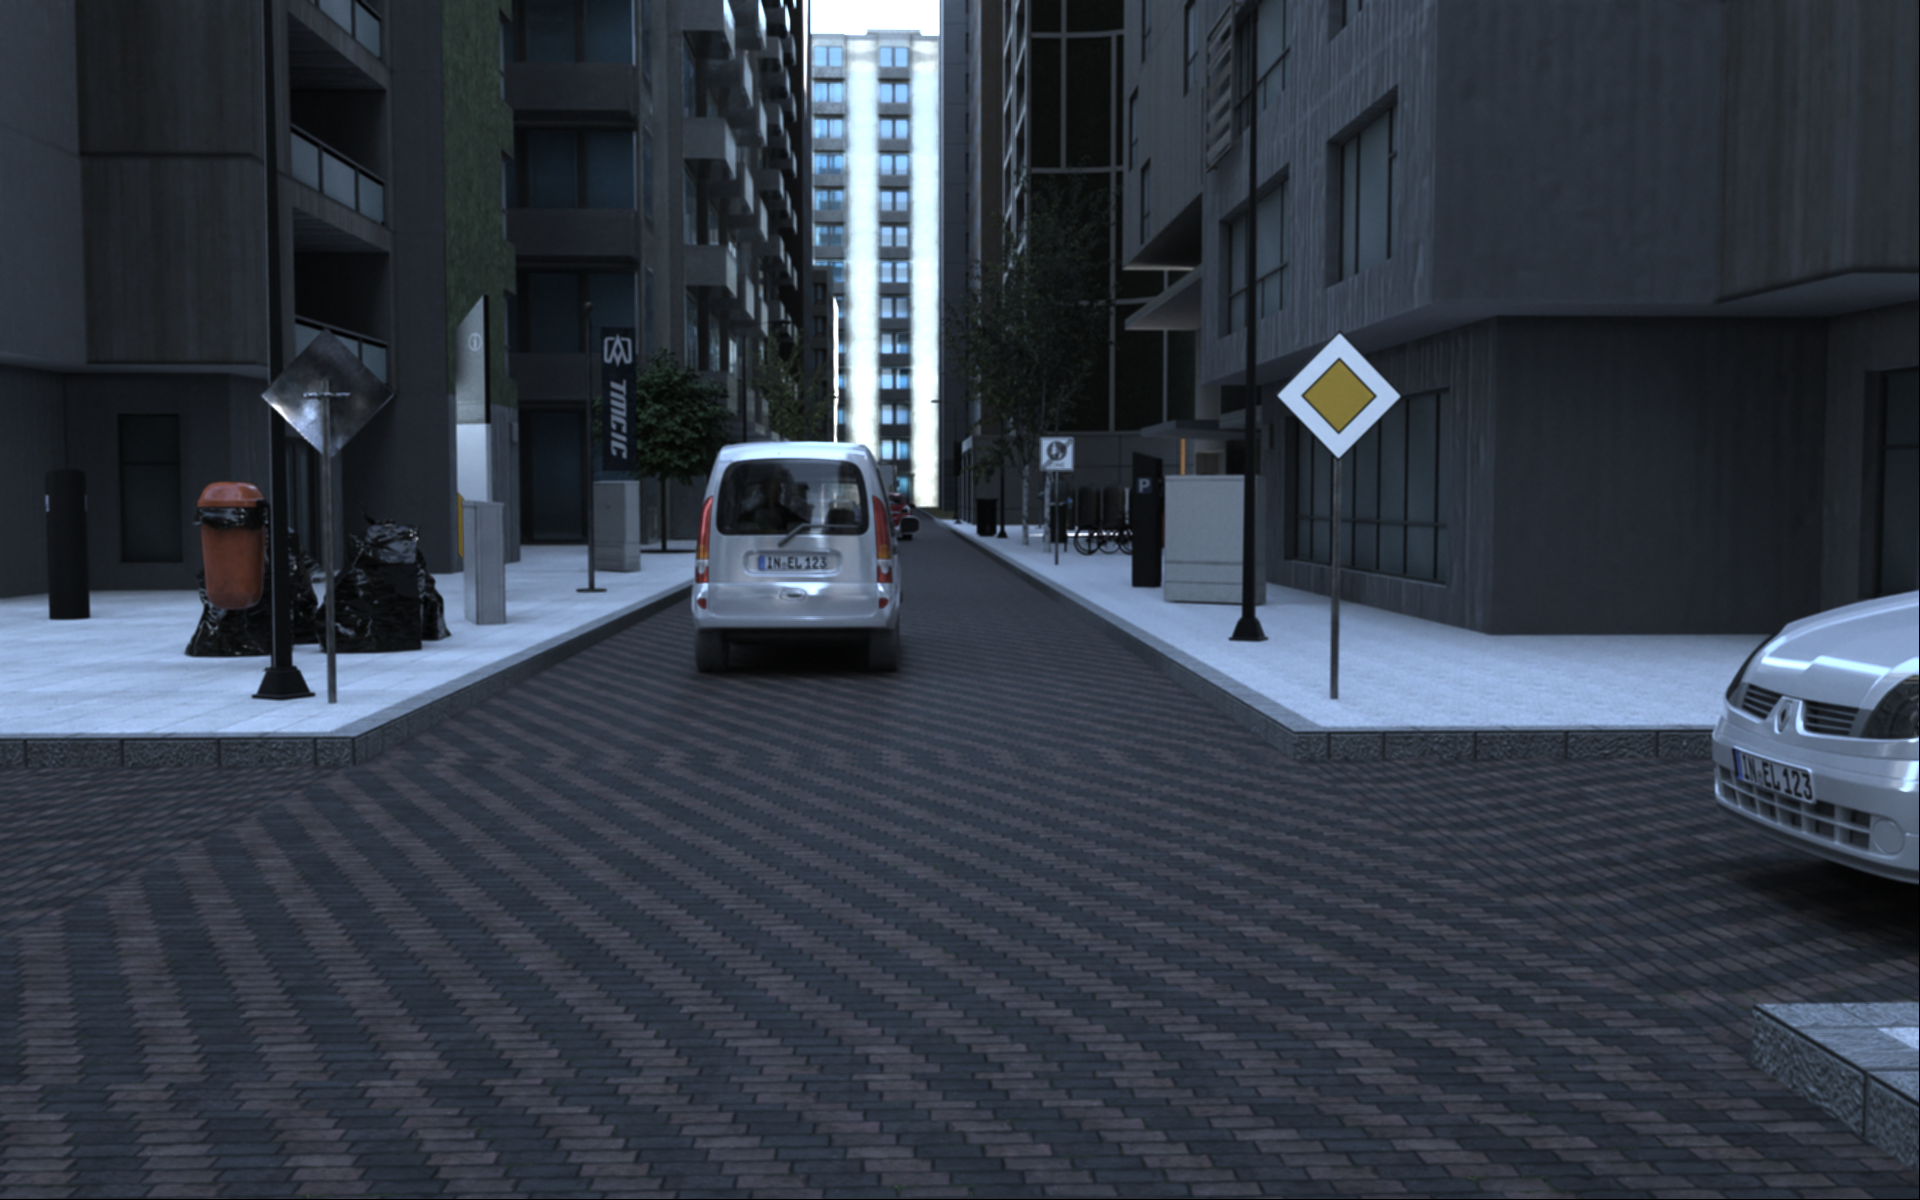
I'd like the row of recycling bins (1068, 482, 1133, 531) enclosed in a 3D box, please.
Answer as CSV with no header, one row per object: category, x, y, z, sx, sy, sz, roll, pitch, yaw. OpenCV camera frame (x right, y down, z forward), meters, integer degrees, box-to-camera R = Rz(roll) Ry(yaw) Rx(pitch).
row of recycling bins,5.051,-3.318,61.357,3.534,1.692,1.069,0,4,7

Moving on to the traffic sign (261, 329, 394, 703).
traffic sign,-3.849,-0.424,10.567,0.795,2.450,0.064,0,4,-2

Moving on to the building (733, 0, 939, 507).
building,-6.943,-34.346,181.171,30.456,49.044,23.786,0,4,-2

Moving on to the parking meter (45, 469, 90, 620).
parking meter,-9.180,-0.575,17.813,0.372,1.533,0.369,0,3,0

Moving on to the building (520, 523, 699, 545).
building,-17.881,-26.598,54.490,23.786,49.044,30.456,0,4,-2

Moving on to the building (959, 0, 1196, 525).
building,10.518,-38.922,74.622,20.563,71.187,20.611,0,4,-2

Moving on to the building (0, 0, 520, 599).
building,-15.115,-20.856,24.599,14.154,41.232,14.086,0,4,-2

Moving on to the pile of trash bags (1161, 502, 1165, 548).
pile of trash bags,4.239,-1.080,27.418,3.447,1.369,1.912,-2,4,-35

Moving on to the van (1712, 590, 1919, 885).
van,4.812,0.064,5.970,4.112,2.044,2.013,0,4,-2

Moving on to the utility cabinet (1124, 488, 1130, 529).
utility cabinet,6.100,-3.349,63.441,0.318,1.500,1.173,-2,4,-23

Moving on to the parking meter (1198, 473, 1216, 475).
parking meter,3.039,-0.803,21.543,0.372,1.533,0.369,0,3,0

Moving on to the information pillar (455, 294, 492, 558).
information pillar,-5.739,-1.782,20.485,0.504,3.616,0.183,2,4,28

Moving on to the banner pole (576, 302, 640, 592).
banner pole,-4.642,-2.005,22.796,0.863,3.779,0.401,-2,4,-23

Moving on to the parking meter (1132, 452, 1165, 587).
parking meter,2.597,-1.112,23.898,0.399,1.863,0.255,2,4,27

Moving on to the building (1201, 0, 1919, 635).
building,10.675,-20.444,17.855,14.086,41.232,14.154,0,4,-2

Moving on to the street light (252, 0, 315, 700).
street light,-3.734,-2.339,10.781,1.470,5.913,1.316,0,4,-2

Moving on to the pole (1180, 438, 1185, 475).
pole,7.760,-4.070,60.385,0.158,3.312,0.155,0,3,0

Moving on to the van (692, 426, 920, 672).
van,-1.356,-0.510,15.349,2.013,2.044,4.112,0,4,-2

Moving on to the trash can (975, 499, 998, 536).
trash can,0.816,-2.520,52.859,0.748,1.137,0.748,0,3,0

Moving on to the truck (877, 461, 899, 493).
truck,-6.965,-10.131,154.549,2.839,4.237,11.283,0,4,-1

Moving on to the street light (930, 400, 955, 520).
street light,-0.766,-6.929,85.831,1.470,5.913,1.316,0,4,-2

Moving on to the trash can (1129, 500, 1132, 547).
trash can,4.295,-1.749,40.248,0.748,1.137,0.748,0,3,0

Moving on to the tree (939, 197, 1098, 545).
tree,1.597,-5.700,43.560,4.737,8.622,4.395,0,3,0

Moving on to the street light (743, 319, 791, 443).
street light,-5.196,-4.503,46.167,1.470,5.913,1.316,0,4,-2

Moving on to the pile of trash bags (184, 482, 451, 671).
pile of trash bags,-5.341,-0.260,14.005,1.912,1.369,3.447,0,4,-4

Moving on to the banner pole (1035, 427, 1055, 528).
banner pole,3.231,-4.573,64.792,0.863,3.779,0.401,0,4,-7

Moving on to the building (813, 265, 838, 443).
building,-25.279,-18.481,147.204,28.899,21.520,27.650,0,4,-2

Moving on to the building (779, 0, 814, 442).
building,-17.694,-28.896,122.562,14.600,45.320,14.200,0,4,-2

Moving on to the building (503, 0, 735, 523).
building,-21.015,-29.357,99.592,23.786,49.044,30.456,0,4,-2

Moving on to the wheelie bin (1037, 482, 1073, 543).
wheelie bin,2.514,-2.317,45.798,0.980,1.594,0.693,1,4,9

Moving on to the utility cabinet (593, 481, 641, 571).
utility cabinet,-5.772,-1.233,28.845,0.318,1.500,1.173,-3,5,-41

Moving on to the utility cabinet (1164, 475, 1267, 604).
utility cabinet,2.990,-0.709,20.271,1.173,1.500,0.318,2,4,34

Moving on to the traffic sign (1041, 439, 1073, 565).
traffic sign,1.750,-1.786,31.326,0.606,2.300,0.079,0,4,7

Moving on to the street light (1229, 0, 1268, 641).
street light,1.998,-2.600,15.052,1.470,5.913,1.316,0,4,-2

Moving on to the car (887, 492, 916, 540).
car,-2.473,-2.845,55.563,2.155,1.783,4.494,0,4,-4

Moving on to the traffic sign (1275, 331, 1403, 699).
traffic sign,2.341,-0.437,10.785,0.795,2.450,0.064,0,4,-2

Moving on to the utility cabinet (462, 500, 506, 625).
utility cabinet,-4.790,-0.384,17.443,0.306,1.237,1.020,-1,4,-23

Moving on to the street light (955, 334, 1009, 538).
street light,0.698,-4.765,50.445,1.470,5.913,1.316,0,4,-2

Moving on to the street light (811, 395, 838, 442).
street light,-6.447,-6.668,81.561,1.470,5.913,1.316,0,4,-2

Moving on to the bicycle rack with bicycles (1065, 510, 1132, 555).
bicycle rack with bicycles,3.579,-1.481,37.590,2.925,0.926,2.852,-1,4,-12

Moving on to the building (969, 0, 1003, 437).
building,7.702,-27.302,96.502,14.600,45.320,14.200,0,4,-2

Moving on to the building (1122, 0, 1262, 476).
building,19.224,-27.784,43.502,28.713,52.752,27.495,0,4,-2

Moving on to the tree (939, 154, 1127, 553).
tree,1.834,-5.363,38.047,4.360,8.622,3.978,0,3,0

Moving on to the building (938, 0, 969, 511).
building,8.663,-36.964,146.356,21.231,58.520,28.212,0,4,-2

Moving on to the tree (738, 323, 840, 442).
tree,-7.520,-7.658,75.572,4.737,8.622,4.395,0,3,0

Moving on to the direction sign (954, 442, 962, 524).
direction sign,-0.086,-5.094,75.282,0.379,3.537,0.876,1,4,22

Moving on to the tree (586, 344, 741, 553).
tree,-6.457,-3.330,38.152,4.285,4.588,4.351,0,3,0
